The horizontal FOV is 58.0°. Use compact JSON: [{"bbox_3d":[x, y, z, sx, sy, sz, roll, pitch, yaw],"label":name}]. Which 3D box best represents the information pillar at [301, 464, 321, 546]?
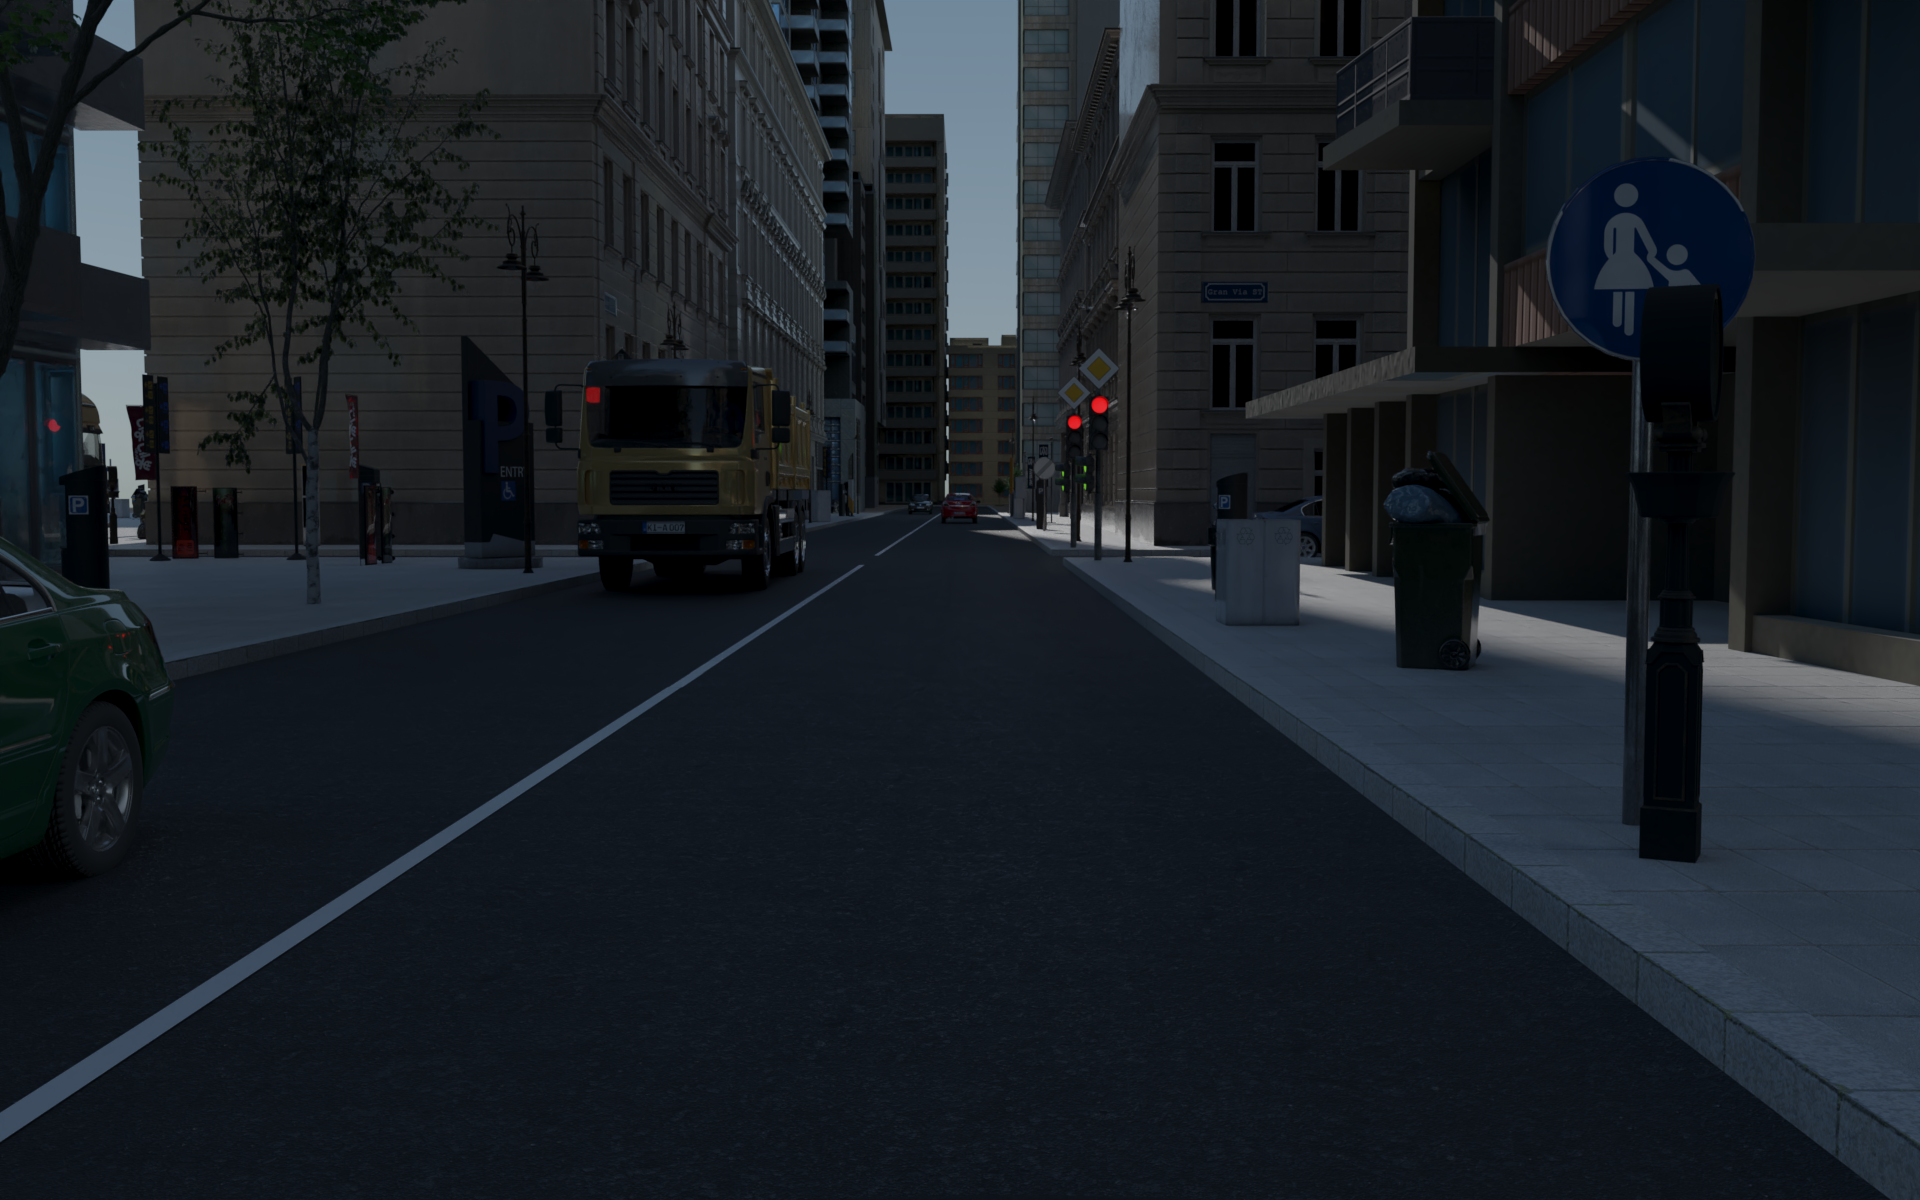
[{"bbox_3d":[-15.937,-2.326,42.529,0.304,2.012,0.304,3,5,40],"label":"information pillar"}]

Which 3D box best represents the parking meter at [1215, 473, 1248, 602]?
[{"bbox_3d":[3.230,-0.746,20.611,0.372,1.533,0.369,0,3,0],"label":"parking meter"}]

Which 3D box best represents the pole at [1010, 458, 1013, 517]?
[{"bbox_3d":[2.889,-6.294,96.744,0.158,3.312,0.155,0,3,0],"label":"pole"}]

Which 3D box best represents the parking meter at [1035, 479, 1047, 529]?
[{"bbox_3d":[2.962,-3.516,63.199,0.399,1.863,0.255,1,4,15],"label":"parking meter"}]

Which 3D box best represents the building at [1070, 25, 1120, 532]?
[{"bbox_3d":[9.986,-12.300,65.732,10.561,19.102,19.286,0,4,0],"label":"building"}]

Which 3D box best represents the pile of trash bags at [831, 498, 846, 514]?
[{"bbox_3d":[-9.021,-6.434,114.950,3.447,1.369,1.912,3,5,41],"label":"pile of trash bags"}]

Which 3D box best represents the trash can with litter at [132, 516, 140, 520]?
[{"bbox_3d":[-43.041,-4.938,91.786,2.233,1.210,1.678,-3,5,-45],"label":"trash can with litter"}]

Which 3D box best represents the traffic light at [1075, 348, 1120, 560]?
[{"bbox_3d":[2.653,-2.722,33.433,0.839,4.253,0.868,0,4,0],"label":"traffic light"}]

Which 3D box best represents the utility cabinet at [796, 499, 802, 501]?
[{"bbox_3d":[-7.536,-4.294,81.375,0.306,1.237,1.020,0,4,-1],"label":"utility cabinet"}]

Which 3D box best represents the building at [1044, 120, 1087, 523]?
[{"bbox_3d":[10.023,-15.021,96.507,10.553,20.767,40.483,0,4,0],"label":"building"}]

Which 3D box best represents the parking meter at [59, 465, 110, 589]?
[{"bbox_3d":[-7.596,-0.405,15.038,0.372,1.533,0.369,0,3,0],"label":"parking meter"}]

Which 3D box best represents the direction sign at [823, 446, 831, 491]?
[{"bbox_3d":[-6.350,-5.537,82.525,0.379,3.537,0.876,1,4,20],"label":"direction sign"}]

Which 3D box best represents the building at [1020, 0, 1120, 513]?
[{"bbox_3d":[11.340,-26.994,124.945,14.154,41.232,14.086,0,4,0],"label":"building"}]

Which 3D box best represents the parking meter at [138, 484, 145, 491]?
[{"bbox_3d":[-47.174,-5.754,99.791,0.399,1.863,0.255,-1,4,-21],"label":"parking meter"}]

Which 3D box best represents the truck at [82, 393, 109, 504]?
[{"bbox_3d":[-24.211,-3.010,38.123,11.283,4.237,2.839,0,3,0],"label":"truck"}]

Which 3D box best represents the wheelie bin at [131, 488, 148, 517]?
[{"bbox_3d":[-44.941,-5.324,94.956,0.693,1.594,0.980,0,4,7],"label":"wheelie bin"}]

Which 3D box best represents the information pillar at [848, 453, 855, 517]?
[{"bbox_3d":[-6.211,-6.564,98.673,0.183,3.616,0.504,-2,4,-32],"label":"information pillar"}]

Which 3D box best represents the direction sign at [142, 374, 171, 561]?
[{"bbox_3d":[-15.385,-2.521,33.210,0.379,3.537,0.876,0,4,4],"label":"direction sign"}]

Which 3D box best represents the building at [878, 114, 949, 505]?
[{"bbox_3d":[-12.275,-35.947,211.438,21.600,48.544,21.300,0,4,0],"label":"building"}]

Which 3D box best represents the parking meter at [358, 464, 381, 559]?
[{"bbox_3d":[-11.649,-1.743,34.211,0.399,1.863,0.255,0,4,6],"label":"parking meter"}]

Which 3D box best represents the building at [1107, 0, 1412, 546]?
[{"bbox_3d":[16.933,-15.303,47.468,25.104,27.353,12.463,0,4,0],"label":"building"}]

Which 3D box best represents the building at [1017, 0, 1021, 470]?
[{"bbox_3d":[15.312,-36.912,145.503,21.231,58.520,28.212,0,4,0],"label":"building"}]

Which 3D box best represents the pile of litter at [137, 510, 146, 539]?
[{"bbox_3d":[-23.028,-2.186,49.707,1.176,0.858,1.719,0,4,-3],"label":"pile of litter"}]

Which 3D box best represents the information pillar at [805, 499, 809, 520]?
[{"bbox_3d":[-7.712,-5.039,86.883,0.304,2.012,0.304,2,4,32],"label":"information pillar"}]

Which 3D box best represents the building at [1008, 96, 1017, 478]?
[{"bbox_3d":[16.980,-34.016,175.768,23.786,49.044,30.456,0,4,0],"label":"building"}]

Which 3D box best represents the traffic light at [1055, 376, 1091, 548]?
[{"bbox_3d":[2.701,-3.211,41.418,0.839,4.253,0.868,0,4,0],"label":"traffic light"}]

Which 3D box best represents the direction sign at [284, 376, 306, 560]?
[{"bbox_3d":[-12.938,-2.550,33.686,0.379,3.537,0.876,-3,5,-40],"label":"direction sign"}]

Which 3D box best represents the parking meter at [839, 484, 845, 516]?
[{"bbox_3d":[-6.804,-5.750,99.724,0.255,1.863,0.399,1,4,20],"label":"parking meter"}]

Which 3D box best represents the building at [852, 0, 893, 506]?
[{"bbox_3d":[-21.221,-35.932,176.726,27.495,52.752,28.713,0,4,0],"label":"building"}]

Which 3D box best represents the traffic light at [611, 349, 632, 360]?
[{"bbox_3d":[-6.509,-2.725,33.472,0.839,4.253,0.868,0,4,0],"label":"traffic light"}]

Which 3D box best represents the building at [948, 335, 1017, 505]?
[{"bbox_3d":[13.178,-22.627,214.994,28.899,21.520,27.650,0,4,0],"label":"building"}]

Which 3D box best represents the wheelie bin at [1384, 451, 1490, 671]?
[{"bbox_3d":[3.528,-0.302,12.849,0.693,1.594,0.980,2,4,24],"label":"wheelie bin"}]

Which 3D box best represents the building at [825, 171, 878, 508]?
[{"bbox_3d":[-14.782,-23.416,154.549,14.160,30.474,14.107,0,4,0],"label":"building"}]

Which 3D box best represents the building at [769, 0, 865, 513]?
[{"bbox_3d":[-18.149,-50.011,130.346,22.319,86.520,31.000,0,4,0],"label":"building"}]

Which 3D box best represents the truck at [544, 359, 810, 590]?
[{"bbox_3d":[-4.113,-1.966,28.075,3.469,3.379,9.791,0,3,0],"label":"truck"}]

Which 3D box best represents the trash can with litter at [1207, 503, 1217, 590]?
[{"bbox_3d":[3.808,-0.706,22.935,1.055,1.170,0.624,1,4,21],"label":"trash can with litter"}]
